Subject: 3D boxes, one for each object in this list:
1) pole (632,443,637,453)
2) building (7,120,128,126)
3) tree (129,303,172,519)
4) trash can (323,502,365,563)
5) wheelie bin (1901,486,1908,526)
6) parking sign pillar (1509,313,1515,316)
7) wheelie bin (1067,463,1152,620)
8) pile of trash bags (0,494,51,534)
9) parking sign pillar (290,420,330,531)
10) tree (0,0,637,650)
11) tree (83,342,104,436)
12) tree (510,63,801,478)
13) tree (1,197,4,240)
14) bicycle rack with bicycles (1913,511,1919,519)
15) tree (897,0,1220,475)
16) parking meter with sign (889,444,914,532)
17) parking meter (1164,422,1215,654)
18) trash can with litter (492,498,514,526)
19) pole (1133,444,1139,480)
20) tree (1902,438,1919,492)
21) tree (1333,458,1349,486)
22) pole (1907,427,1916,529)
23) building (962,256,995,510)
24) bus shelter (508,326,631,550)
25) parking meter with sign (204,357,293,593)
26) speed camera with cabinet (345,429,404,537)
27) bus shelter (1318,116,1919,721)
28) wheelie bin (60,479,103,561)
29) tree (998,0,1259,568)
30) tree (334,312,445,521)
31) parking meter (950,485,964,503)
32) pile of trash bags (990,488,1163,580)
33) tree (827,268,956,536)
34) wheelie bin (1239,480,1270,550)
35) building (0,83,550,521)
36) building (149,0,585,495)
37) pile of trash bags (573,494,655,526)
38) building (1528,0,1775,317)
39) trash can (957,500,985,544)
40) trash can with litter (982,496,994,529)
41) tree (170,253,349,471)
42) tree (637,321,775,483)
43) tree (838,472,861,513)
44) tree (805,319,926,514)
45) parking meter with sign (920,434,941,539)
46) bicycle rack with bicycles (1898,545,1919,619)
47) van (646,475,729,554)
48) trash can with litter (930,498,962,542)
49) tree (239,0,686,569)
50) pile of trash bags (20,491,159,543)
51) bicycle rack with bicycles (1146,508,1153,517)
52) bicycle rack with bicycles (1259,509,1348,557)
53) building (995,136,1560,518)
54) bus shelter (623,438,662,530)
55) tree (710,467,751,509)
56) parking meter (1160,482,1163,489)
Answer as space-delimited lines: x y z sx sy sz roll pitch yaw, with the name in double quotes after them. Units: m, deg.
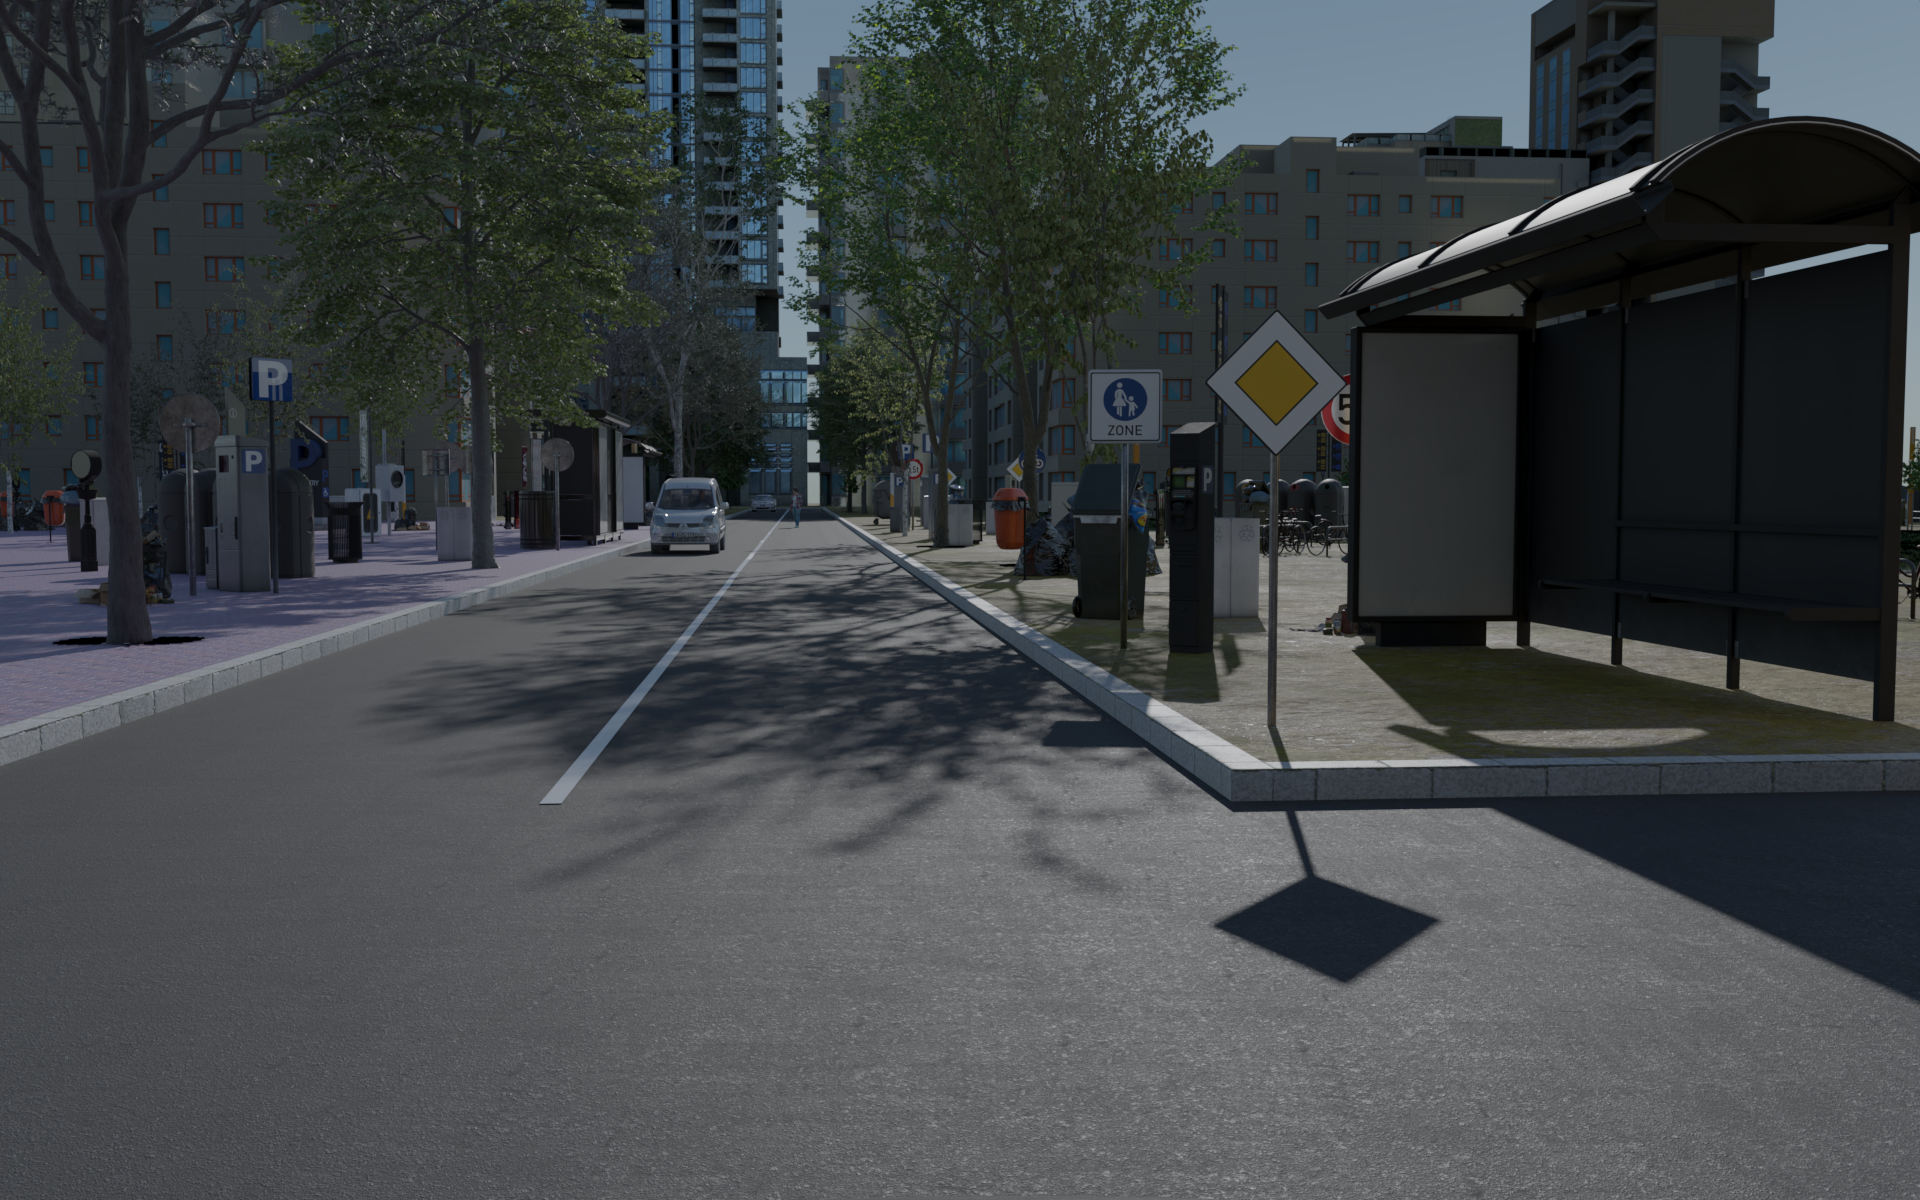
-12.780 -4.539 68.054 0.158 3.312 0.155 0 3 0 "pole"
-68.312 -22.385 137.699 14.107 30.474 14.160 0 4 -5 "building"
-27.975 -6.939 63.819 4.360 8.622 3.978 0 3 0 "tree"
-11.496 -1.267 32.369 0.748 1.137 0.748 0 3 0 "trash can"
38.078 -3.808 70.174 0.693 1.594 0.980 -3 4 -39 "wheelie bin"
7.760 -2.318 26.365 1.447 3.967 1.447 2 4 29 "parking sign pillar"
1.550 -0.612 17.914 0.980 1.594 0.693 2 4 31 "wheelie bin"
-32.837 -3.097 60.392 1.912 1.369 3.447 -1 4 -16 "pile of trash bags"
-22.865 -4.429 60.879 1.447 3.967 1.447 1 4 16 "parking sign pillar"
-7.272 -6.363 14.409 12.009 13.543 11.850 0 3 0 "tree"
-36.800 -7.773 77.450 4.360 8.622 3.978 0 3 0 "tree"
-13.647 -13.517 76.897 12.611 20.169 13.585 0 3 0 "tree"
-23.319 -5.458 39.601 4.737 8.622 4.395 0 3 0 "tree"
38.109 -3.283 67.057 2.852 0.926 2.925 0 4 0 "bicycle rack with bicycles"
1.470 -4.383 22.029 4.737 8.622 4.395 0 3 0 "tree"
-2.007 -3.836 58.975 0.543 3.016 1.738 1 4 11 "parking meter with sign"
1.876 -0.508 14.015 0.255 1.863 0.399 2 4 32 "parking meter"
-18.416 -3.590 69.761 1.678 1.210 2.233 2 4 35 "trash can with litter"
5.471 -3.669 53.837 0.158 3.312 0.155 0 3 0 "pole"
28.555 -3.478 51.461 1.663 3.219 1.824 0 3 0 "tree"
18.120 -5.172 79.163 1.663 3.219 1.824 0 3 0 "tree"
28.897 -3.595 52.615 0.158 3.312 0.155 0 3 0 "pole"
15.298 -17.859 137.031 27.650 21.520 28.899 0 4 -5 "building"
-9.926 -4.070 44.169 2.179 5.291 8.768 0 4 -5 "bus shelter"
-9.455 -1.626 22.853 1.738 3.016 0.543 3 5 42 "parking meter with sign"
-17.640 -3.540 52.218 0.660 3.252 2.038 1 4 21 "speed camera with cabinet"
4.284 -1.109 12.056 2.014 3.302 5.546 0 4 -5 "bus shelter"
-16.797 -1.543 33.141 0.693 1.594 0.980 -1 4 -23 "wheelie bin"
1.340 -6.405 30.482 9.928 11.665 9.643 0 3 0 "tree"
-22.850 -7.270 69.235 4.737 8.622 4.395 0 3 0 "tree"
-0.086 -2.417 47.921 0.372 1.533 0.369 0 3 0 "parking meter"
1.631 -1.060 27.082 1.912 1.369 3.447 3 4 37 "pile of trash bags"
-1.777 -6.261 52.722 4.360 8.622 3.978 0 3 0 "tree"
6.880 -1.969 40.099 0.693 1.594 0.980 -1 4 -23 "wheelie bin"
-38.918 -15.351 96.033 27.650 21.520 28.899 0 4 -5 "building"
-45.165 -31.446 133.753 30.456 49.044 23.786 0 4 -5 "building"
-13.950 -3.655 69.517 3.447 1.369 1.912 -3 4 -36 "pile of trash bags"
57.807 -30.391 146.995 14.200 45.320 14.600 0 4 -5 "building"
0.279 -2.013 44.568 0.748 1.137 0.748 0 3 0 "trash can"
1.508 -3.191 63.234 2.233 1.210 1.678 -3 5 -39 "trash can with litter"
-21.249 -6.322 53.732 4.360 8.622 3.978 0 3 0 "tree"
-16.110 -11.721 108.646 9.611 12.733 9.660 0 3 0 "tree"
-7.419 -7.683 120.223 1.663 3.219 1.824 0 3 0 "tree"
-6.097 -11.856 111.972 7.486 12.596 7.792 0 3 0 "tree"
-0.670 -3.238 49.206 0.543 3.016 1.738 -1 4 -10 "parking meter with sign"
8.708 -0.310 18.449 2.852 0.926 2.925 -1 4 -20 "bicycle rack with bicycles"
-6.716 -2.196 42.919 2.013 2.044 4.112 0 4 -5 "van"
-0.285 -2.119 46.040 0.624 1.170 1.055 3 4 36 "trash can with litter"
-8.335 -6.791 29.165 7.486 12.596 7.792 0 3 0 "tree"
-22.590 -2.212 45.922 3.447 1.369 1.912 0 4 -1 "pile of trash bags"
7.417 -4.241 82.730 2.852 0.926 2.925 -3 4 -37 "bicycle rack with bicycles"
7.259 -1.425 36.681 2.852 0.926 2.925 3 5 44 "bicycle rack with bicycles"
17.747 -16.101 108.289 27.650 21.520 28.899 0 4 -5 "building"
-12.403 -4.349 65.036 2.014 3.302 5.546 0 4 -5 "bus shelter"
-19.525 -9.974 146.784 4.285 4.588 4.351 0 3 0 "tree"
9.456 -4.574 80.496 0.255 1.863 0.399 2 4 31 "parking meter"
